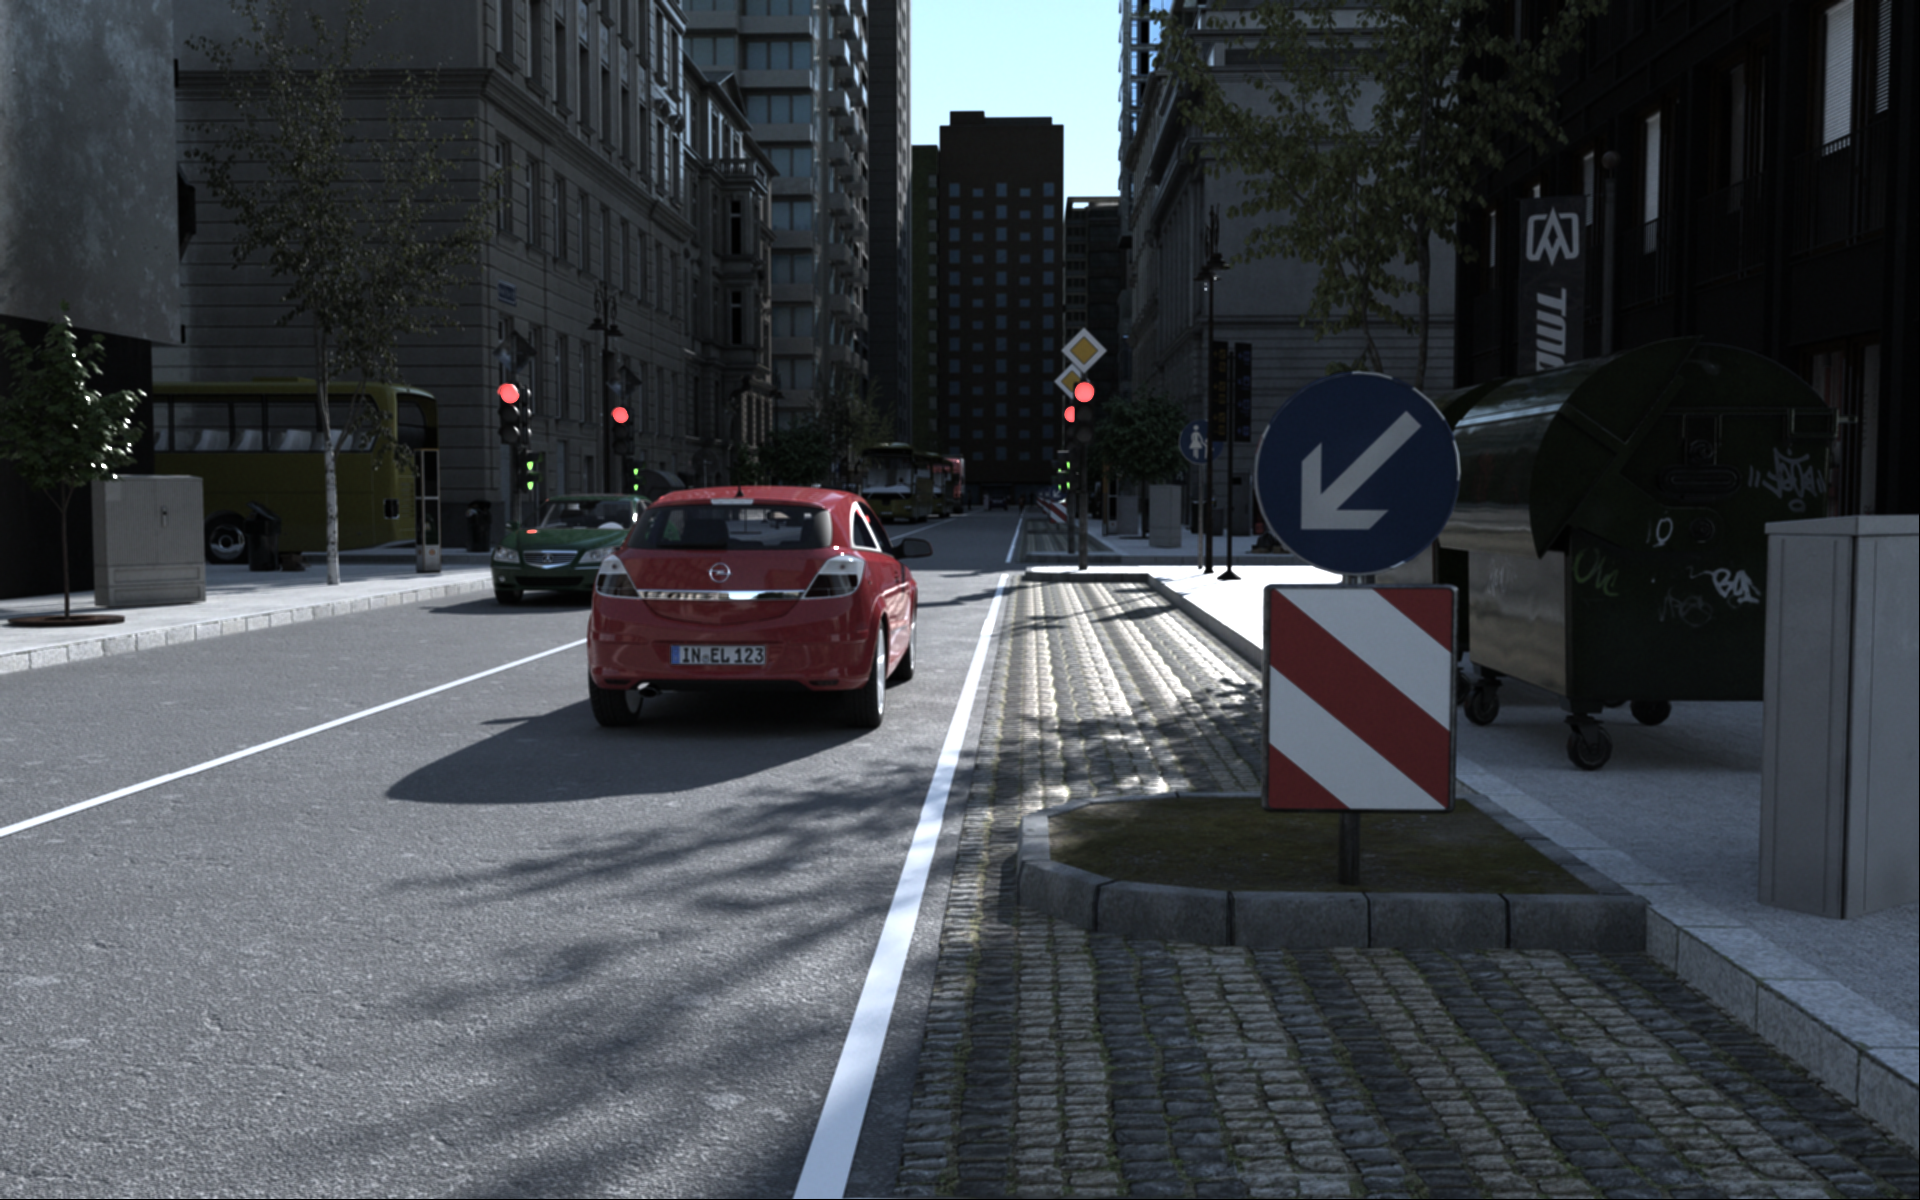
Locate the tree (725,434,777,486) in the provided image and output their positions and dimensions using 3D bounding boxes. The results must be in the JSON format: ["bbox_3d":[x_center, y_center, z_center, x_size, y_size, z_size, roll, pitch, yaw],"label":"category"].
[{"bbox_3d":[-6.964,-3.758,56.046,1.663,3.219,1.824,0,3,0],"label":"tree"}]

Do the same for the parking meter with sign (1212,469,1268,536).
[{"bbox_3d":[8.526,-3.456,52.771,1.738,3.016,0.543,1,4,19],"label":"parking meter with sign"}]

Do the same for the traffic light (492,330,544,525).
[{"bbox_3d":[-7.586,-2.489,29.620,0.839,4.253,0.868,0,4,2],"label":"traffic light"}]

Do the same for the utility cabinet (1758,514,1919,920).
[{"bbox_3d":[2.986,0.341,5.583,1.020,1.237,0.306,-2,4,-35],"label":"utility cabinet"}]

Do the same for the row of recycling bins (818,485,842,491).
[{"bbox_3d":[-6.065,-4.535,81.258,1.069,1.692,3.534,0,4,3],"label":"row of recycling bins"}]

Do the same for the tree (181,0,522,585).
[{"bbox_3d":[-8.638,-4.518,24.237,4.360,8.622,3.978,0,3,0],"label":"tree"}]

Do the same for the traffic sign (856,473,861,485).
[{"bbox_3d":[-5.680,-6.181,101.163,0.768,2.556,0.104,1,4,8],"label":"traffic sign"}]

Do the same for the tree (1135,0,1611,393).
[{"bbox_3d":[4.151,-4.055,16.661,4.737,8.622,4.395,0,3,0],"label":"tree"}]

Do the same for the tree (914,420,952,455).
[{"bbox_3d":[-2.606,-13.562,172.103,4.737,8.622,4.395,0,3,0],"label":"tree"}]

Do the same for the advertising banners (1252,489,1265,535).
[{"bbox_3d":[9.316,-3.539,54.055,2.074,3.025,0.090,-2,4,-32],"label":"advertising banners"}]

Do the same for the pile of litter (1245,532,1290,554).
[{"bbox_3d":[7.065,-1.437,37.468,1.719,0.858,1.176,1,4,16],"label":"pile of litter"}]

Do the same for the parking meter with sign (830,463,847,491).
[{"bbox_3d":[-6.556,-6.094,95.906,0.543,3.016,1.738,-2,4,-32],"label":"parking meter with sign"}]

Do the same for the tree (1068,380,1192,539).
[{"bbox_3d":[5.312,-4.056,50.029,4.285,4.588,4.351,0,3,0],"label":"tree"}]

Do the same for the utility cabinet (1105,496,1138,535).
[{"bbox_3d":[5.099,-2.660,54.655,1.020,1.237,0.306,0,4,1],"label":"utility cabinet"}]

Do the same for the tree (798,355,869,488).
[{"bbox_3d":[-6.841,-8.675,92.193,4.360,8.622,3.978,0,3,0],"label":"tree"}]

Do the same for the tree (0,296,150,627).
[{"bbox_3d":[-8.755,-1.371,17.011,1.663,3.219,1.824,0,3,0],"label":"tree"}]

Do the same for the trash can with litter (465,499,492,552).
[{"bbox_3d":[-10.752,-1.649,38.347,0.624,1.170,1.055,-2,4,-31],"label":"trash can with litter"}]

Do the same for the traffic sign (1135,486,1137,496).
[{"bbox_3d":[5.616,-3.374,55.271,0.768,2.556,0.104,1,4,10],"label":"traffic sign"}]

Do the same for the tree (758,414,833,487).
[{"bbox_3d":[-6.756,-5.377,71.629,4.285,4.588,4.351,0,3,0],"label":"tree"}]

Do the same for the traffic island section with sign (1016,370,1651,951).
[{"bbox_3d":[1.207,0.138,6.379,1.989,1.847,2.006,0,4,2],"label":"traffic island section with sign"}]

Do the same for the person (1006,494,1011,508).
[{"bbox_3d":[4.985,-10.129,177.292,0.799,1.438,0.628,1,4,22],"label":"person"}]

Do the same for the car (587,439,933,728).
[{"bbox_3d":[-1.296,-0.189,12.138,2.155,1.783,4.494,0,4,2],"label":"car"}]

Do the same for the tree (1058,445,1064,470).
[{"bbox_3d":[6.821,-6.834,95.445,4.285,4.588,4.351,0,3,0],"label":"tree"}]

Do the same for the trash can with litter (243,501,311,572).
[{"bbox_3d":[-11.385,-1.072,28.910,1.055,1.170,0.624,0,4,4],"label":"trash can with litter"}]

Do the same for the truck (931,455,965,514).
[{"bbox_3d":[-1.024,-8.361,125.622,2.839,4.237,11.283,0,4,2],"label":"truck"}]

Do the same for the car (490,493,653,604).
[{"bbox_3d":[-5.095,-0.755,24.142,2.131,1.459,4.920,0,4,2],"label":"car"}]

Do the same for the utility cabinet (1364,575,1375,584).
[{"bbox_3d":[5.434,-0.814,21.983,1.173,1.500,0.318,-3,4,-38],"label":"utility cabinet"}]

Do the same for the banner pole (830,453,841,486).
[{"bbox_3d":[-7.091,-6.593,97.808,0.863,3.779,0.401,0,4,0],"label":"banner pole"}]

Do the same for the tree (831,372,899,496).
[{"bbox_3d":[-5.858,-9.480,105.362,4.737,8.622,4.395,0,3,0],"label":"tree"}]

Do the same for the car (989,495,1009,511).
[{"bbox_3d":[3.293,-8.511,151.729,1.945,1.354,3.894,0,4,0],"label":"car"}]

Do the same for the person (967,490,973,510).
[{"bbox_3d":[0.902,-9.048,156.437,0.705,1.823,1.348,1,4,17],"label":"person"}]

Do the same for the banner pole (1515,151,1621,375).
[{"bbox_3d":[4.538,-1.396,12.837,0.863,3.779,0.401,1,4,21],"label":"banner pole"}]

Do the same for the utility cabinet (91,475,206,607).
[{"bbox_3d":[-9.302,-0.686,19.895,0.318,1.500,1.173,2,4,35],"label":"utility cabinet"}]

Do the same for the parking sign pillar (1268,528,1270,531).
[{"bbox_3d":[11.083,-4.362,59.787,1.447,3.967,1.447,0,4,5],"label":"parking sign pillar"}]

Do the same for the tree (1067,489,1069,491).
[{"bbox_3d":[9.067,-8.712,137.039,1.663,3.219,1.824,0,3,0],"label":"tree"}]

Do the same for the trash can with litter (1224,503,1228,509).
[{"bbox_3d":[9.107,-2.768,56.643,0.624,1.170,1.055,2,4,32],"label":"trash can with litter"}]

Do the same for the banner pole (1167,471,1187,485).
[{"bbox_3d":[7.428,-4.268,59.801,0.863,3.779,0.401,1,4,9],"label":"banner pole"}]

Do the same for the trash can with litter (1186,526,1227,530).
[{"bbox_3d":[8.710,-3.149,62.547,1.678,1.210,2.233,0,4,1],"label":"trash can with litter"}]

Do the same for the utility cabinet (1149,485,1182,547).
[{"bbox_3d":[4.936,-2.013,41.585,0.318,1.500,1.173,-1,4,-19],"label":"utility cabinet"}]

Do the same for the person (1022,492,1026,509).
[{"bbox_3d":[6.158,-9.541,165.966,0.415,1.643,0.593,0,4,2],"label":"person"}]

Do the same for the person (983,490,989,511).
[{"bbox_3d":[2.174,-8.328,145.329,0.551,1.740,0.621,-1,4,-13],"label":"person"}]

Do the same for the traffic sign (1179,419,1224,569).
[{"bbox_3d":[4.120,-1.804,29.608,0.768,2.556,0.104,0,4,8],"label":"traffic sign"}]

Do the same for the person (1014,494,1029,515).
[{"bbox_3d":[4.172,-6.481,117.729,1.065,1.426,0.557,1,4,18],"label":"person"}]

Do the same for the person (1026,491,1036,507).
[{"bbox_3d":[7.437,-10.499,180.682,1.217,1.766,0.721,-2,4,-32],"label":"person"}]

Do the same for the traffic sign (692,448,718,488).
[{"bbox_3d":[-7.131,-2.954,48.398,0.768,2.556,0.104,1,4,8],"label":"traffic sign"}]
